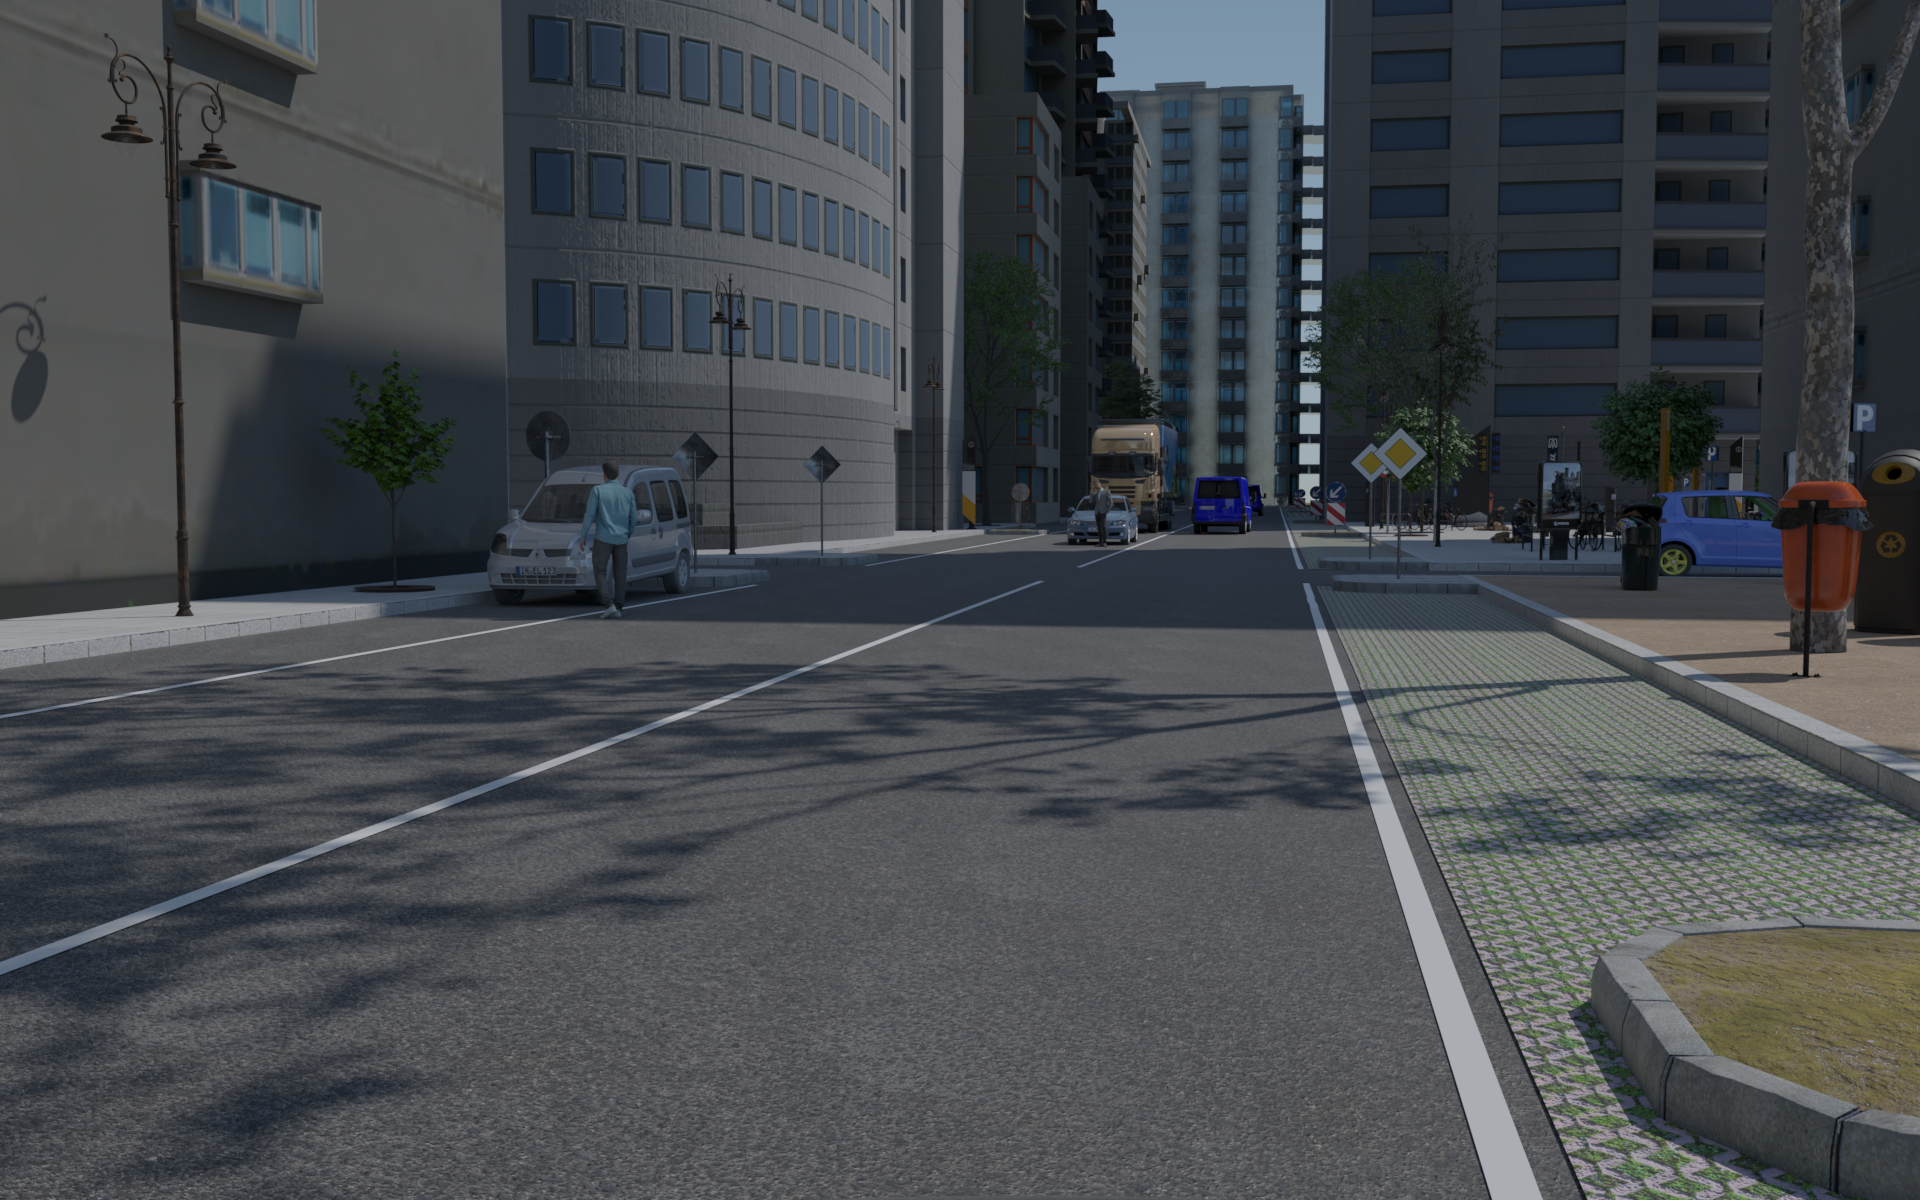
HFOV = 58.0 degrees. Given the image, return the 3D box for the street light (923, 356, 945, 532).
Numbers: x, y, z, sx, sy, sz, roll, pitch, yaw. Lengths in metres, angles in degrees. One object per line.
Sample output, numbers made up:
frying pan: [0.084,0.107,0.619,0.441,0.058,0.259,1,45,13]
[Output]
street light: [-0.869,-5.205,57.893,0.468,5.910,1.993,1,4,10]

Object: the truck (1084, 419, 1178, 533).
truck: [6.780,-4.774,66.962,2.839,4.237,11.283,1,4,11]

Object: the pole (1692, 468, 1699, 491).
pole: [22.286,-3.586,52.472,0.158,3.312,0.155,0,3,0]

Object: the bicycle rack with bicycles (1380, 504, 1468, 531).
bicycle rack with bicycles: [16.165,-2.933,61.335,2.852,0.926,2.925,-1,4,-19]

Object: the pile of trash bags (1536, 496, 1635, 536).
pile of trash bags: [19.931,-2.758,54.841,3.447,1.369,1.912,3,5,42]

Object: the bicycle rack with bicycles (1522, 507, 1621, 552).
bicycle rack with bicycles: [13.918,-1.585,39.291,2.852,0.926,2.925,1,4,13]

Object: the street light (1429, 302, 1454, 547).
street light: [11.613,-4.227,41.906,0.468,5.910,1.993,1,4,10]

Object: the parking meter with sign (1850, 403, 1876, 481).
parking meter with sign: [17.086,-2.317,34.140,0.543,3.016,1.738,-1,4,-19]

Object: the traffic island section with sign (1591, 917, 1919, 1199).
traffic island section with sign: [2.654,0.273,4.159,1.989,1.847,2.006,1,4,10]

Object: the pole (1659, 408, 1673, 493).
pole: [16.726,-2.893,41.136,0.158,3.312,0.155,0,3,0]

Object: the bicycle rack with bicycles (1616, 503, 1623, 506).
bicycle rack with bicycles: [28.000,-3.552,71.459,2.852,0.926,2.925,3,4,36]

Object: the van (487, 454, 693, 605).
van: [-4.994,-1.021,23.712,2.013,2.044,4.112,1,4,9]

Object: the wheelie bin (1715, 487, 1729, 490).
wheelie bin: [32.151,-3.977,72.925,0.980,1.594,0.693,0,4,-2]

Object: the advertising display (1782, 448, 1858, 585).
advertising display: [12.084,-1.172,24.370,0.974,1.923,0.123,0,4,4]

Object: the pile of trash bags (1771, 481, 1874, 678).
pile of trash bags: [7.155,-0.100,11.384,3.447,1.369,1.912,3,5,42]

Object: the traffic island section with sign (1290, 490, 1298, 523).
traffic island section with sign: [17.351,-4.666,84.912,1.989,1.847,2.006,1,4,10]

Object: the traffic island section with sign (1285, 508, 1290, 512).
traffic island section with sign: [26.376,-7.695,134.440,1.989,1.847,2.006,1,4,10]

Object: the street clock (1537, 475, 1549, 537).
street clock: [17.523,-2.890,51.823,0.471,2.002,0.358,0,3,0]

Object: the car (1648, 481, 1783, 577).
car: [13.400,-1.224,29.601,3.694,1.707,1.945,1,4,11]

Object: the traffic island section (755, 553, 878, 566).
traffic island section: [-2.888,-0.840,36.010,2.009,0.180,2.903,1,4,10]

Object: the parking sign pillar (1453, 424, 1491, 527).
parking sign pillar: [19.804,-4.806,67.050,1.447,3.967,1.447,0,4,-8]

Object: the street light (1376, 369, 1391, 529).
street light: [15.642,-5.581,64.040,0.468,5.910,1.993,1,4,10]

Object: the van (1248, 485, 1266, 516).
van: [19.083,-6.738,114.552,2.240,2.365,5.245,1,4,11]

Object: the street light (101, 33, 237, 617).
street light: [-8.148,-2.766,18.018,0.468,5.910,1.993,1,4,10]

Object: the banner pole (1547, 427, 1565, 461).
banner pole: [22.269,-4.567,64.695,0.401,3.779,0.863,-3,4,-38]

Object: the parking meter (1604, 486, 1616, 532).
parking meter: [21.778,-3.035,58.040,0.372,1.533,0.369,0,3,0]

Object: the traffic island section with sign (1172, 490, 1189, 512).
traffic island section with sign: [20.538,-9.429,162.784,1.989,1.847,2.006,1,4,10]

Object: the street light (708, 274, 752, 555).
street light: [-4.818,-3.895,36.474,0.468,5.910,1.993,1,4,10]

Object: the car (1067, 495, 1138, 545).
car: [4.179,-2.341,50.283,2.014,1.417,4.499,1,4,10]

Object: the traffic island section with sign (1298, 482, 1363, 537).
traffic island section with sign: [12.493,-3.033,58.217,1.989,1.847,2.006,1,4,10]

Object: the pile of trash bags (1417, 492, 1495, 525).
pile of trash bags: [20.984,-3.878,73.153,1.912,1.369,3.447,-3,5,-42]

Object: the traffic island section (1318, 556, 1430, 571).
traffic island section: [8.073,-0.718,34.016,2.009,0.180,2.903,1,4,10]

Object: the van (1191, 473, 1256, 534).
van: [9.648,-3.616,63.504,2.240,2.365,5.245,1,4,12]

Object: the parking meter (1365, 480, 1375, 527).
parking meter: [16.079,-3.806,67.944,0.255,1.863,0.399,-1,4,-14]

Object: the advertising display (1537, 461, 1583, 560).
advertising display: [11.634,-1.737,33.611,0.974,1.923,0.123,-1,4,-21]

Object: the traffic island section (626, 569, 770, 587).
traffic island section: [-4.319,-0.359,28.154,2.009,0.180,2.903,1,4,10]

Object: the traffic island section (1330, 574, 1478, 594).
traffic island section: [6.642,-0.237,26.160,2.009,0.180,2.903,1,4,10]

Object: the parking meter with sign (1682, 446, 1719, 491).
parking meter with sign: [26.435,-4.049,62.469,1.738,3.016,0.543,-1,4,-17]
